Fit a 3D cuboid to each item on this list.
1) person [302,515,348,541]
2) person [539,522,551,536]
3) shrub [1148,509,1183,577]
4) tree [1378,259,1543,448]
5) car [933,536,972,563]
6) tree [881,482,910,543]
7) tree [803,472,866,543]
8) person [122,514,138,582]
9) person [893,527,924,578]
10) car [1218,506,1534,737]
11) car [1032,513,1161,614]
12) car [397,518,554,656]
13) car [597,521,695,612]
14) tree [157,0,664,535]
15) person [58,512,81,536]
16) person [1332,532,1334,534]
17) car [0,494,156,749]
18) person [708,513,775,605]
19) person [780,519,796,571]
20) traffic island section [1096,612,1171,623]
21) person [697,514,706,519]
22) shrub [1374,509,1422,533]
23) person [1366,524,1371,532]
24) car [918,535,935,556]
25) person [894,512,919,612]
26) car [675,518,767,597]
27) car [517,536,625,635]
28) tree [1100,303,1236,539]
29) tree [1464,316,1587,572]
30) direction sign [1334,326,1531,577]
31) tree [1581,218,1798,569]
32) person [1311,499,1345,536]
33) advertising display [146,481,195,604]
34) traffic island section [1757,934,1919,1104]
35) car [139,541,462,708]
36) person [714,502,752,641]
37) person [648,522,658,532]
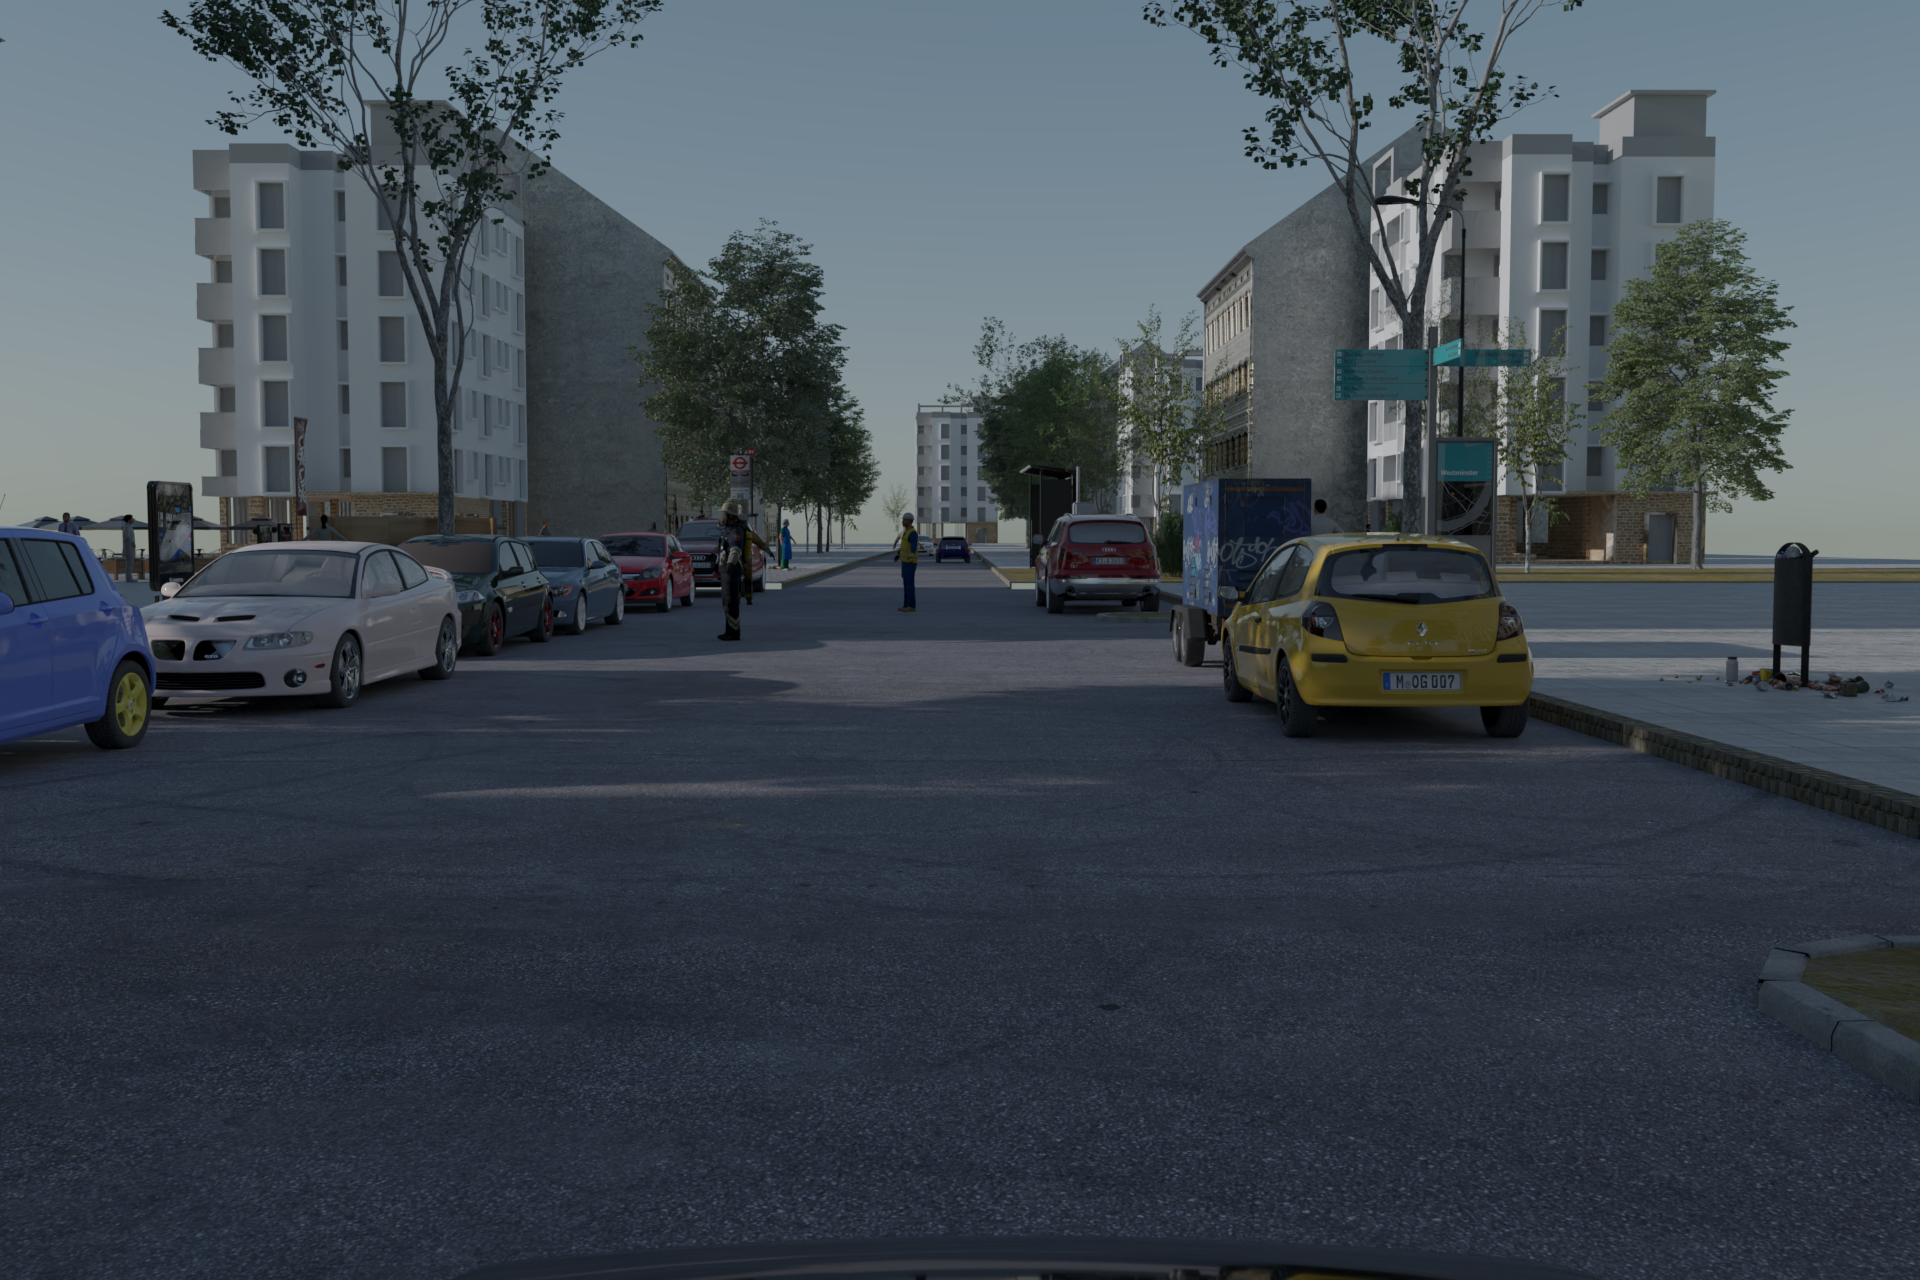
[{"bbox_3d":[-14.668,-2.029,40.012,1.217,1.735,0.721,-1,4,-18],"label":"person"},{"bbox_3d":[-17.302,-4.043,72.377,0.705,1.796,1.348,1,4,15],"label":"person"},{"bbox_3d":[6.358,-2.909,51.606,1.661,2.075,1.752,0,3,0],"label":"shrub"},{"bbox_3d":[12.837,-5.900,46.827,4.360,8.622,3.978,0,3,0],"label":"tree"},{"bbox_3d":[-0.362,-4.548,86.933,1.945,1.354,3.894,0,4,-1],"label":"car"},{"bbox_3d":[-8.411,-17.804,241.456,4.360,8.622,3.978,0,3,0],"label":"tree"},{"bbox_3d":[-17.869,-20.015,237.610,12.009,13.543,11.850,0,3,0],"label":"tree"},{"bbox_3d":[-22.047,-2.437,46.037,0.705,1.806,1.347,-2,4,-27],"label":"person"},{"bbox_3d":[-1.737,-2.948,56.779,1.348,1.813,0.705,3,5,40],"label":"person"},{"bbox_3d":[3.123,-0.208,13.625,2.015,1.641,3.980,0,3,0],"label":"car"},{"bbox_3d":[2.546,-1.473,32.763,2.281,1.827,5.304,0,4,-1],"label":"car"},{"bbox_3d":[-6.304,-0.722,21.596,2.009,1.686,4.222,0,3,0],"label":"car"},{"bbox_3d":[-6.198,-1.465,32.995,2.155,1.783,4.494,0,3,0],"label":"car"},{"bbox_3d":[-13.570,-11.274,40.224,12.611,20.169,13.585,0,3,0],"label":"tree"},{"bbox_3d":[-22.897,-2.349,44.312,0.709,1.838,0.599,0,4,4],"label":"person"},{"bbox_3d":[7.779,-1.593,35.315,0.697,1.427,0.421,-1,4,-11],"label":"person"},{"bbox_3d":[-6.375,-0.043,10.301,1.945,1.707,3.694,0,4,0],"label":"car"},{"bbox_3d":[-4.408,-1.642,35.073,1.354,1.858,0.705,0,4,2],"label":"person"},{"bbox_3d":[-6.093,-3.352,60.926,0.704,1.817,1.347,1,4,16],"label":"person"},{"bbox_3d":[3.305,-0.370,28.913,1.991,0.108,1.994,0,4,-1],"label":"traffic island section"},{"bbox_3d":[-7.293,-2.635,49.018,0.705,1.837,1.347,0,4,6],"label":"person"},{"bbox_3d":[14.073,-3.159,55.695,1.661,2.075,1.752,0,3,0],"label":"shrub"},{"bbox_3d":[18.102,-4.257,76.329,0.721,1.740,1.216,1,4,19],"label":"person"},{"bbox_3d":[-2.657,-6.174,113.301,2.083,1.381,4.827,0,4,-1],"label":"car"},{"bbox_3d":[-0.982,-1.451,32.144,0.705,1.833,1.349,-1,4,-14],"label":"person"},{"bbox_3d":[-5.816,-1.983,41.092,2.281,1.827,5.304,0,4,0],"label":"car"},{"bbox_3d":[-6.233,-0.864,26.134,2.014,1.417,4.499,0,4,0],"label":"car"},{"bbox_3d":[6.696,-6.471,56.169,4.737,8.622,4.395,0,3,0],"label":"tree"},{"bbox_3d":[18.885,-6.563,57.672,4.737,8.622,4.395,0,3,0],"label":"tree"},{"bbox_3d":[6.085,-2.022,21.823,2.525,3.948,1.411,0,4,0],"label":"direction sign"},{"bbox_3d":[26.605,-8.870,63.158,7.486,12.596,7.792,0,3,0],"label":"tree"},{"bbox_3d":[5.452,-1.234,26.331,1.344,1.810,0.704,-1,4,-12],"label":"person"},{"bbox_3d":[-9.701,-0.986,21.327,0.123,1.923,0.974,0,4,1],"label":"advertising display"},{"bbox_3d":[3.401,1.102,4.847,1.991,0.108,1.994,0,4,-1],"label":"traffic island section"},{"bbox_3d":[-5.956,-0.207,15.742,2.083,1.381,4.827,0,3,0],"label":"car"},{"bbox_3d":[-3.124,-0.926,23.374,0.705,1.856,1.354,-1,4,-15],"label":"person"},{"bbox_3d":[-13.476,-4.292,76.295,0.705,1.813,1.348,3,4,36],"label":"person"}]
